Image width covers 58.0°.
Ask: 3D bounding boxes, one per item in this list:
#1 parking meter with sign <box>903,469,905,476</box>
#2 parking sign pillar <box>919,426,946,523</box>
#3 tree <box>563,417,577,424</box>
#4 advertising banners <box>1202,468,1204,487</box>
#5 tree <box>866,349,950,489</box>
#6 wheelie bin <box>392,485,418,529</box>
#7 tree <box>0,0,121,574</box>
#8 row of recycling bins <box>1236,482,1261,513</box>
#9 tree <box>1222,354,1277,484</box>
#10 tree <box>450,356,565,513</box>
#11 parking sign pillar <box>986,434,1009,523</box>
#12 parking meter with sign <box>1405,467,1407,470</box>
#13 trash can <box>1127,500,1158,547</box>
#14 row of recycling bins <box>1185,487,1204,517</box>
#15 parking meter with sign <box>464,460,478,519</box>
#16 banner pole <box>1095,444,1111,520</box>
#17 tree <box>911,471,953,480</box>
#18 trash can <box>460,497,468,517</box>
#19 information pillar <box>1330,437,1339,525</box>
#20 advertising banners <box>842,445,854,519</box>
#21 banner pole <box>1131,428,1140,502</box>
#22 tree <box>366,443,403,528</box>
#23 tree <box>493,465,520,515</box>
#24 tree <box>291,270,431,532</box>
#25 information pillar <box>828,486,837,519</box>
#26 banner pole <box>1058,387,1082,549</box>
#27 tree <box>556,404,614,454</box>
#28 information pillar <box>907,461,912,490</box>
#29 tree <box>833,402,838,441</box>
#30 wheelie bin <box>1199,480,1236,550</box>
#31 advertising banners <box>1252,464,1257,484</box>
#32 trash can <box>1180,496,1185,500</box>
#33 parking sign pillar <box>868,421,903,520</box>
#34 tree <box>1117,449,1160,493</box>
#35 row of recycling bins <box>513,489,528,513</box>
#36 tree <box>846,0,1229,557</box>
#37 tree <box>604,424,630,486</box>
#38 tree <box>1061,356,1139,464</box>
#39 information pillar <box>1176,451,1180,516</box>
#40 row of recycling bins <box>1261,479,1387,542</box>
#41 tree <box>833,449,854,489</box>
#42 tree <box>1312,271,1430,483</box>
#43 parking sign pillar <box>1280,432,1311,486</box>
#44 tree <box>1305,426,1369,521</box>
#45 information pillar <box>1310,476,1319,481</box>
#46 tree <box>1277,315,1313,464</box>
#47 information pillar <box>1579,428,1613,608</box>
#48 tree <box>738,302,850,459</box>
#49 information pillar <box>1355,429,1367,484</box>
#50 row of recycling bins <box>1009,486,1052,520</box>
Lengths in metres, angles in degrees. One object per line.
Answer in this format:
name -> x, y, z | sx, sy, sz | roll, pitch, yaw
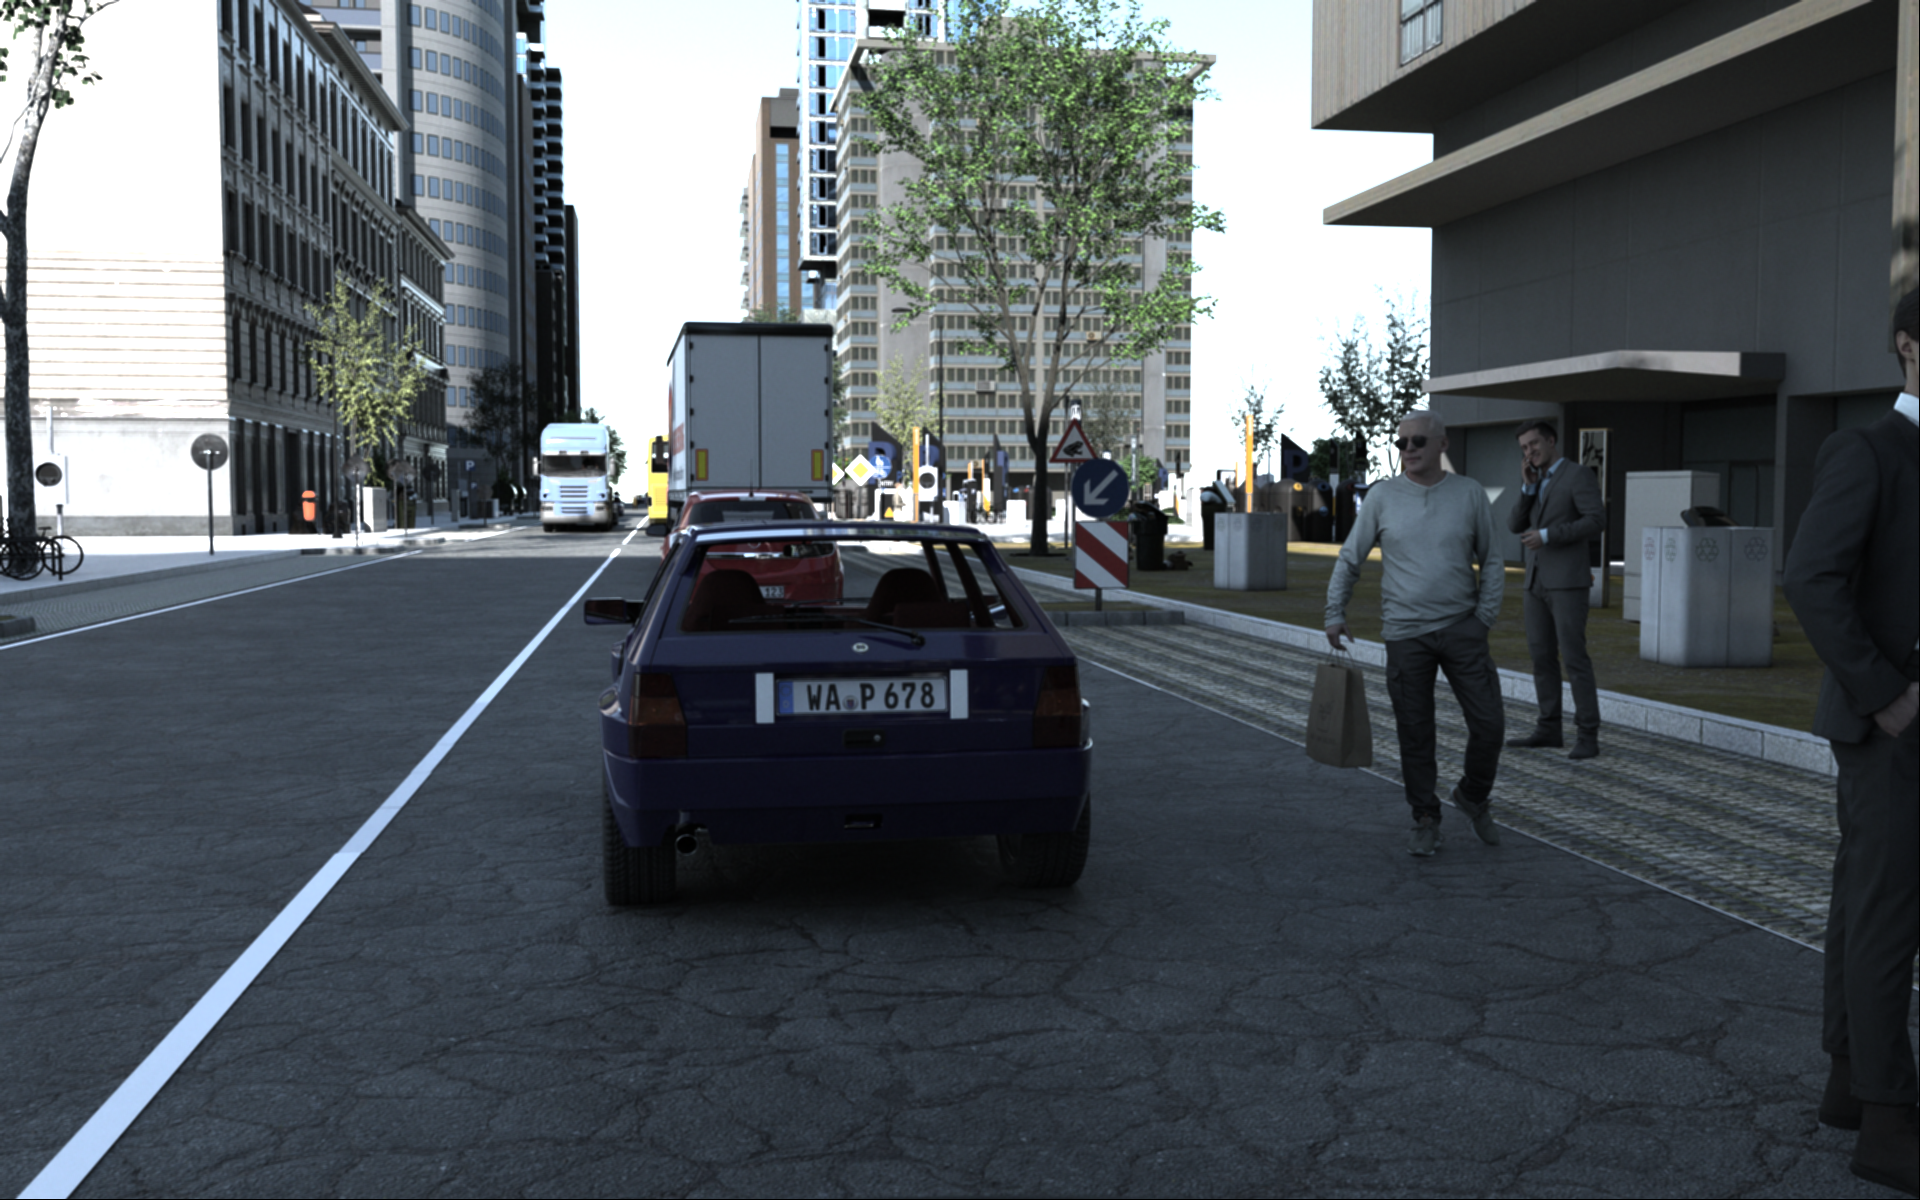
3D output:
parking meter with sign -> -4.258, -7.573, 120.076 | 0.543, 3.016, 1.738 | 1, 4, 12
parking sign pillar -> -1.121, -4.887, 68.369 | 1.447, 3.967, 1.447 | -3, 5, -40
tree -> -37.815, -13.271, 167.335 | 4.360, 8.622, 3.978 | 0, 3, 0
advertising banners -> 15.999, -7.293, 115.432 | 0.090, 3.025, 2.074 | 1, 4, 22
tree -> -2.736, -8.480, 89.013 | 4.737, 8.622, 4.395 | 0, 3, 0
wheelie bin -> -20.332, -3.402, 63.539 | 0.693, 1.594, 0.980 | 3, 4, 36
tree -> -16.542, -10.527, 28.007 | 12.611, 20.169, 13.585 | 0, 3, 0
row of recycling bins -> 10.063, -3.117, 58.078 | 3.534, 1.692, 1.069 | -2, 4, -23
tree -> 15.687, -8.653, 91.836 | 4.360, 8.622, 3.978 | 0, 3, 0
tree -> -30.210, -11.111, 116.085 | 8.767, 10.594, 7.601 | 1, 4, 14
parking sign pillar -> 1.859, -5.498, 78.357 | 1.447, 3.967, 1.447 | 1, 4, 15
parking meter with sign -> 27.399, -6.683, 105.525 | 0.543, 3.016, 1.738 | 0, 4, -7
trash can -> 4.454, -1.875, 42.315 | 0.748, 1.137, 0.748 | 0, 3, 0
row of recycling bins -> 14.019, -5.637, 99.278 | 1.069, 1.692, 3.534 | -1, 4, -21
parking meter with sign -> -24.907, -5.642, 88.506 | 0.543, 3.016, 1.738 | -2, 4, -23
banner pole -> 7.191, -5.913, 86.701 | 0.863, 3.779, 0.401 | 1, 4, 20
tree -> -1.431, -5.043, 77.053 | 1.663, 3.219, 1.824 | 0, 3, 0
trash can -> -27.476, -5.130, 95.530 | 0.748, 1.137, 0.748 | 0, 3, 0
information pillar -> 15.427, -4.898, 71.442 | 0.183, 3.616, 0.504 | -2, 4, -30
advertising banners -> -4.118, -4.109, 63.377 | 0.090, 3.025, 2.074 | 0, 4, 7
banner pole -> 6.598, -4.594, 65.124 | 0.401, 3.779, 0.863 | 2, 4, 31
tree -> -21.886, -4.339, 65.551 | 1.663, 3.219, 1.824 | 0, 3, 0
tree -> -27.693, -6.736, 104.742 | 1.663, 3.219, 1.824 | 0, 3, 0
tree -> -19.960, -6.579, 57.927 | 4.737, 8.622, 4.395 | 0, 3, 0
information pillar -> -5.681, -4.454, 77.316 | 0.304, 2.012, 0.304 | 3, 4, 38
banner pole -> 2.617, -3.086, 40.467 | 0.401, 3.779, 0.863 | -2, 4, -30
tree -> -43.337, -16.677, 198.424 | 9.928, 11.665, 9.643 | 0, 3, 0
information pillar -> -3.464, -7.804, 118.957 | 0.183, 3.616, 0.504 | 2, 4, 28
tree -> -9.649, -9.448, 104.843 | 4.360, 8.622, 3.978 | 0, 3, 0
wheelie bin -> 5.890, -1.948, 39.760 | 0.693, 1.594, 0.980 | 2, 4, 27
advertising banners -> 17.214, -6.225, 97.961 | 0.090, 3.025, 2.074 | -3, 5, -41
trash can -> 13.416, -5.648, 104.000 | 0.748, 1.137, 0.748 | 0, 3, 0
parking sign pillar -> -2.765, -4.613, 63.889 | 1.447, 3.967, 1.447 | 2, 4, 33
tree -> 12.764, -8.641, 124.997 | 4.285, 4.588, 4.351 | 0, 3, 0
row of recycling bins -> -30.552, -6.923, 120.306 | 1.069, 1.692, 3.534 | -1, 4, -20
tree -> 1.569, -6.702, 35.341 | 9.928, 11.665, 9.643 | 0, 3, 0
tree -> -56.606, -22.039, 278.462 | 7.486, 12.596, 7.792 | 0, 3, 0
tree -> 7.649, -8.639, 91.613 | 4.360, 8.622, 3.978 | 0, 3, 0
information pillar -> 11.858, -6.288, 94.158 | 0.183, 3.616, 0.504 | -1, 4, -12
row of recycling bins -> 10.056, -2.418, 46.648 | 3.534, 1.692, 1.069 | -1, 4, -10
tree -> -4.840, -4.652, 70.668 | 1.663, 3.219, 1.824 | 0, 3, 0
tree -> 14.414, -6.576, 57.887 | 4.360, 8.622, 3.978 | 0, 3, 0
parking sign pillar -> 14.706, -5.349, 75.922 | 1.447, 3.967, 1.447 | -1, 4, -19
tree -> 18.140, -6.139, 84.094 | 4.285, 4.588, 4.351 | 0, 3, 0
information pillar -> 14.808, -4.155, 72.426 | 0.304, 2.012, 0.304 | -1, 4, -15
tree -> 15.129, -7.076, 66.057 | 4.360, 8.622, 3.978 | 0, 3, 0
information pillar -> 7.167, -0.922, 19.565 | 0.304, 2.012, 0.304 | 2, 4, 32
tree -> -11.455, -12.710, 114.463 | 9.857, 13.997, 8.962 | 0, 3, 0
information pillar -> 14.446, -4.352, 62.506 | 0.504, 3.616, 0.183 | -2, 4, -26
row of recycling bins -> 3.297, -4.874, 86.807 | 1.069, 1.692, 3.534 | -3, 5, -40
